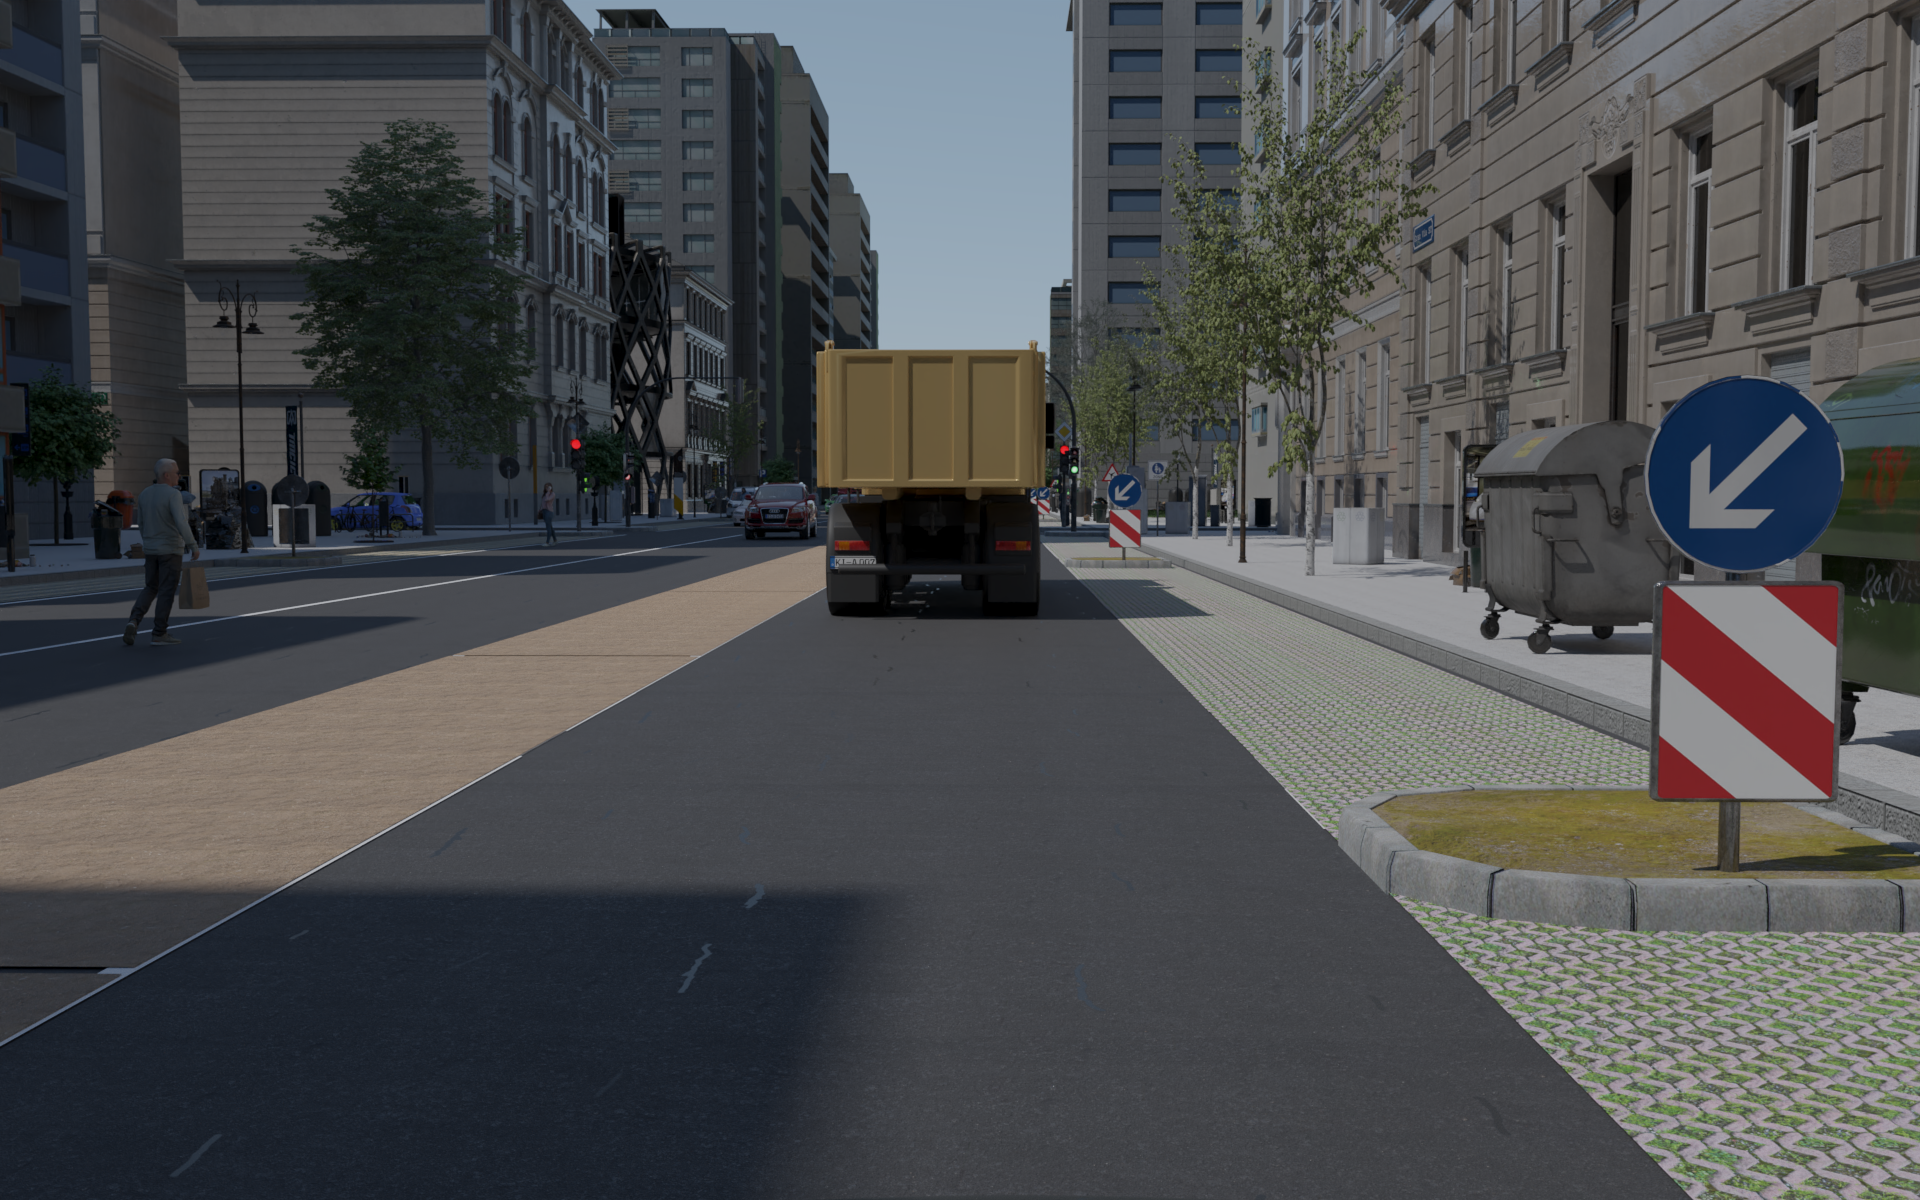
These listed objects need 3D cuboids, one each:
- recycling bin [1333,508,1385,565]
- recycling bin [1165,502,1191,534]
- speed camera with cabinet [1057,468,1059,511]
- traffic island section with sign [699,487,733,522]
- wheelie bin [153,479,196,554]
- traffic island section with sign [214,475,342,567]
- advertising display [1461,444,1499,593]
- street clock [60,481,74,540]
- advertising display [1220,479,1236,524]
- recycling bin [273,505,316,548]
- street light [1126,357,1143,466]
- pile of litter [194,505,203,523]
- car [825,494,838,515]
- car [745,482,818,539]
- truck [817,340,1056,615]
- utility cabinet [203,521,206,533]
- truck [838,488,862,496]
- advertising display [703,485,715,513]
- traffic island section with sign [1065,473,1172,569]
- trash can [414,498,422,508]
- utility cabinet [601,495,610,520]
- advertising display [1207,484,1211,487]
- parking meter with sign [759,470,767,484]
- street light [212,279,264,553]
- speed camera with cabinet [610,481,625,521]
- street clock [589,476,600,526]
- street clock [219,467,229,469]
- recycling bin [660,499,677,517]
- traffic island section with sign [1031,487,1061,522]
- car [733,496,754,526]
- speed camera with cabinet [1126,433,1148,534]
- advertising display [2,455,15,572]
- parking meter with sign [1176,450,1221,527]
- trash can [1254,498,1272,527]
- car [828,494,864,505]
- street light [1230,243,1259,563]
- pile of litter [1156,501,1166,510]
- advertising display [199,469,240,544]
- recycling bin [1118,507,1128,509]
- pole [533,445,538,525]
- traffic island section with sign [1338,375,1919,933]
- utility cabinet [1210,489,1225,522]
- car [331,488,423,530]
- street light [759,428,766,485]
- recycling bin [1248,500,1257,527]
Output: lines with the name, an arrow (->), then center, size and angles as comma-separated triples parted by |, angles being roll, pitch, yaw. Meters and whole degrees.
recycling bin -> 7.303, -1.172, 31.710 | 0.722, 1.027, 0.722 | 3, 4, 38
recycling bin -> 7.042, -2.654, 55.947 | 0.722, 1.027, 0.722 | 1, 4, 15
speed camera with cabinet -> 7.319, -8.549, 134.110 | 0.660, 3.252, 2.038 | 0, 4, -7
traffic island section with sign -> -12.486, -4.998, 90.337 | 1.989, 1.847, 2.006 | 0, 4, 1
wheelie bin -> -16.777, -1.771, 36.864 | 0.980, 1.594, 0.693 | -1, 4, -11
traffic island section with sign -> -13.575, -1.598, 34.757 | 1.989, 1.847, 2.006 | 0, 4, 1
advertising display -> 7.006, -1.054, 22.452 | 0.974, 1.923, 0.123 | 0, 4, 7
street clock -> -25.094, -2.699, 48.697 | 0.471, 2.002, 0.358 | 3, 4, 38
advertising display -> 11.629, -4.274, 75.093 | 0.123, 1.923, 0.974 | -2, 4, -27
recycling bin -> -15.995, -1.778, 41.622 | 0.722, 1.027, 0.722 | 3, 4, 36
street light -> 5.894, -5.248, 58.598 | 0.468, 5.910, 1.993 | 0, 4, 1
pile of litter -> -30.647, -3.416, 69.819 | 1.719, 0.858, 1.176 | 0, 4, -5
car -> -8.354, -6.706, 121.447 | 2.131, 1.459, 4.920 | 0, 4, 2
car -> -5.783, -2.915, 56.328 | 2.281, 1.827, 5.304 | 0, 4, -1
truck -> -0.257, -1.722, 24.078 | 3.469, 3.379, 9.791 | 0, 4, 1
utility cabinet -> -23.631, -2.827, 54.899 | 0.318, 1.500, 1.173 | 0, 4, -3
truck -> -4.978, -6.305, 91.993 | 2.839, 4.237, 11.283 | 0, 3, 0
advertising display -> -17.462, -7.061, 120.659 | 0.123, 1.923, 0.974 | 3, 5, 40
traffic island section with sign -> 3.073, -1.556, 34.065 | 1.989, 1.847, 2.006 | 0, 4, 1
trash can -> -21.594, -3.467, 68.334 | 0.748, 1.137, 0.748 | 0, 3, 0
utility cabinet -> -17.452, -4.546, 85.488 | 0.306, 1.237, 1.020 | 0, 4, 0
advertising display -> 15.576, -6.340, 108.871 | 0.123, 1.923, 0.974 | 2, 4, 28
parking meter with sign -> -13.765, -7.795, 123.709 | 0.543, 3.016, 1.738 | 1, 4, 15
street light -> -15.538, -3.954, 37.432 | 0.468, 5.910, 1.993 | 0, 4, 1
speed camera with cabinet -> -16.269, -5.392, 82.497 | 0.660, 3.252, 2.038 | 0, 4, -4
street clock -> -14.696, -3.982, 69.669 | 0.358, 2.002, 0.471 | -3, 5, -45
street clock -> -19.749, -2.568, 46.549 | 0.471, 2.002, 0.358 | -1, 4, -22
recycling bin -> -16.162, -5.100, 95.939 | 0.722, 1.027, 0.722 | 1, 4, 14
traffic island section with sign -> 4.155, -4.902, 88.771 | 1.989, 1.847, 2.006 | 0, 4, 1
car -> -9.026, -4.023, 78.134 | 2.083, 1.381, 4.827 | 0, 4, 3
speed camera with cabinet -> 5.723, -3.765, 55.899 | 0.660, 3.252, 2.038 | 0, 4, 3
advertising display -> -15.788, -1.440, 28.765 | 0.123, 1.923, 0.974 | -2, 4, -30
parking meter with sign -> 9.417, -4.414, 68.438 | 1.738, 3.016, 0.543 | 1, 4, 18
trash can -> 11.653, -3.365, 66.669 | 0.748, 1.137, 0.748 | 0, 3, 0
car -> -4.966, -4.149, 79.631 | 2.131, 1.459, 4.920 | 0, 4, 1
street light -> 5.278, -3.632, 32.166 | 0.468, 5.910, 1.993 | 0, 4, 1
pile of litter -> 12.935, -6.066, 113.143 | 1.719, 0.858, 1.176 | 1, 4, 12
advertising display -> -19.141, -2.422, 44.811 | 0.974, 1.923, 0.123 | -3, 4, -39
recycling bin -> 10.700, -6.076, 111.901 | 0.722, 1.027, 0.722 | -1, 4, -21
pole -> -17.701, -4.792, 72.192 | 0.158, 3.312, 0.155 | 0, 3, 0
traffic island section with sign -> 2.530, 0.126, 6.572 | 1.989, 1.847, 2.006 | 0, 4, 1
utility cabinet -> 11.529, -4.210, 77.513 | 0.318, 1.500, 1.173 | 2, 4, 28
car -> -21.595, -3.288, 63.356 | 3.694, 1.707, 1.945 | 0, 4, 1
street light -> -13.848, -9.065, 120.993 | 0.468, 5.910, 1.993 | 0, 4, 1
recycling bin -> 11.888, -3.433, 68.680 | 0.722, 1.027, 0.722 | 2, 4, 32
